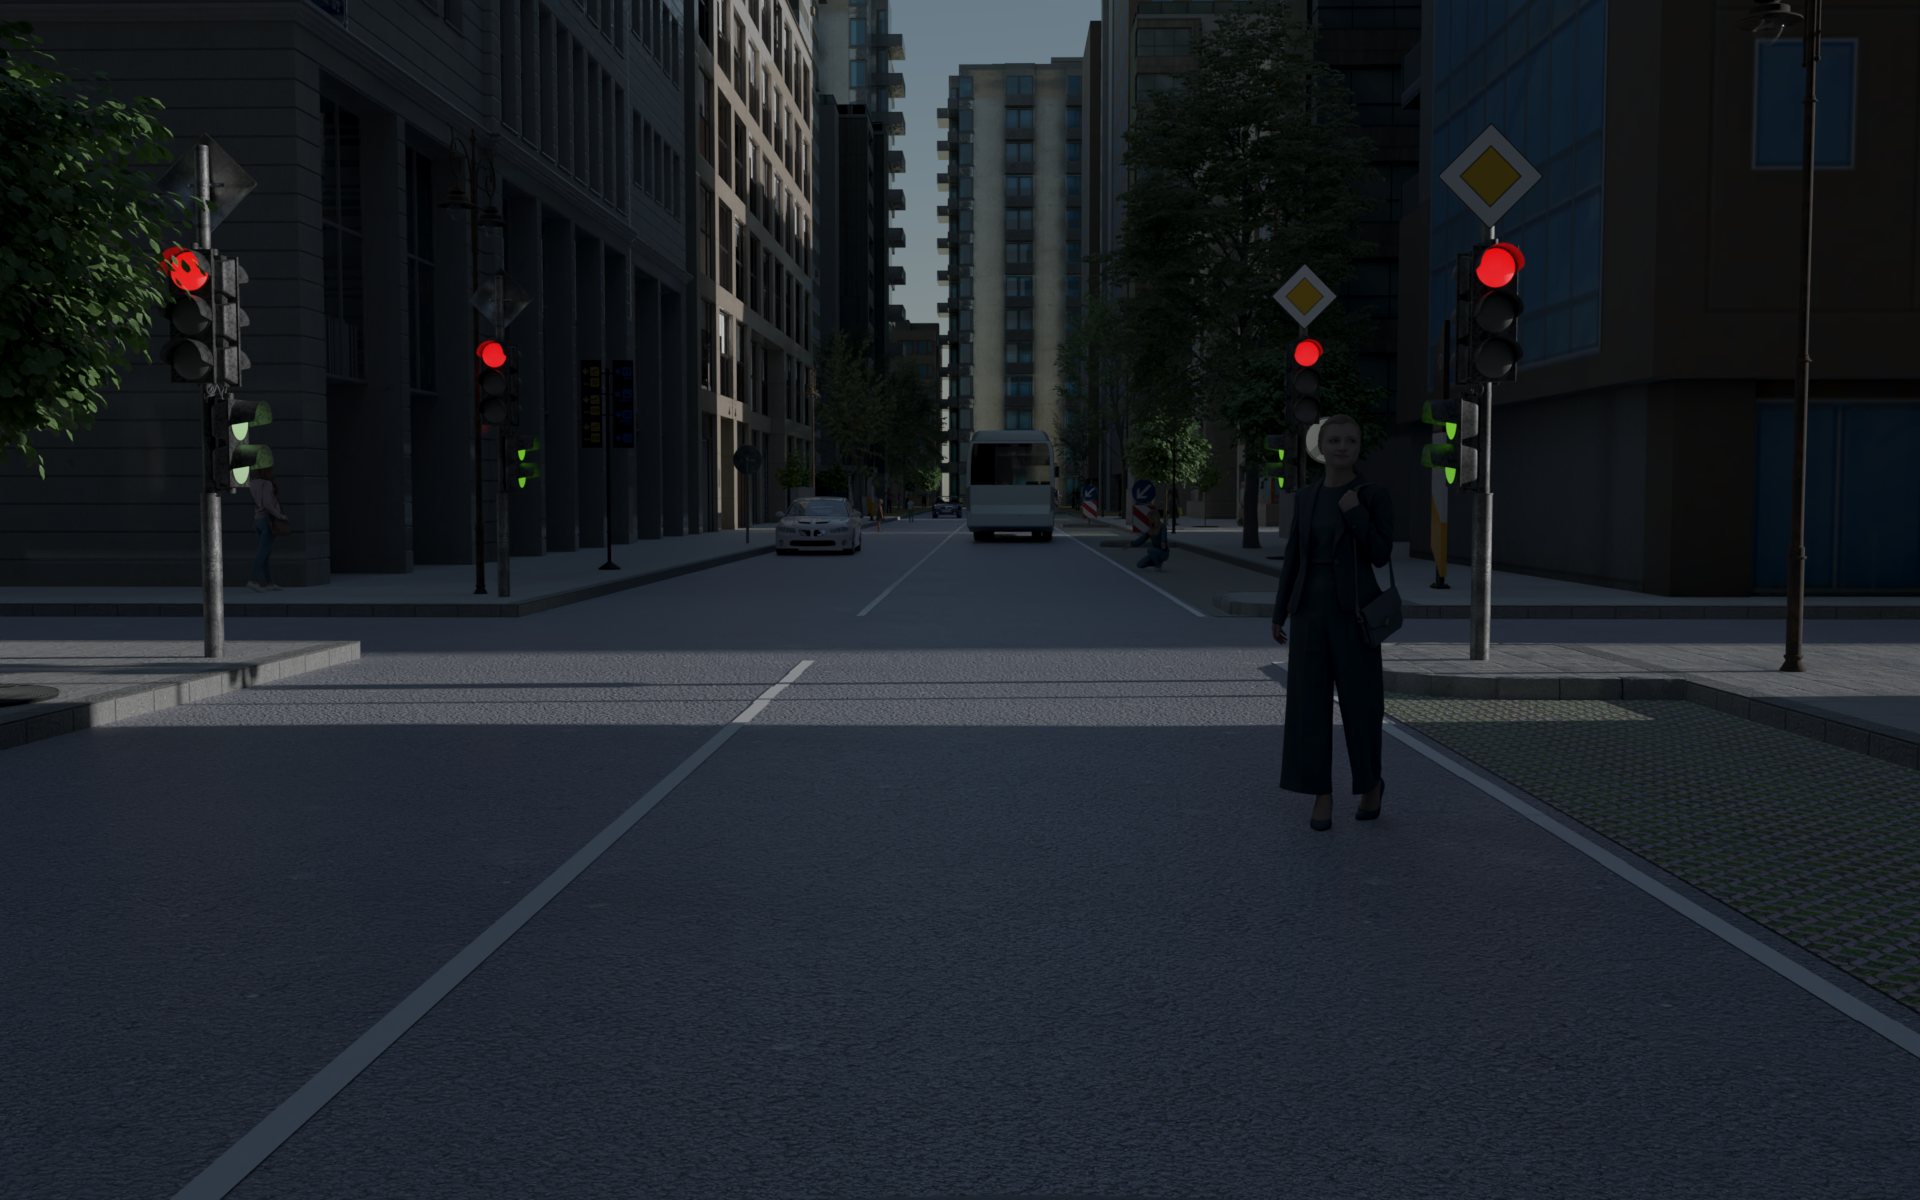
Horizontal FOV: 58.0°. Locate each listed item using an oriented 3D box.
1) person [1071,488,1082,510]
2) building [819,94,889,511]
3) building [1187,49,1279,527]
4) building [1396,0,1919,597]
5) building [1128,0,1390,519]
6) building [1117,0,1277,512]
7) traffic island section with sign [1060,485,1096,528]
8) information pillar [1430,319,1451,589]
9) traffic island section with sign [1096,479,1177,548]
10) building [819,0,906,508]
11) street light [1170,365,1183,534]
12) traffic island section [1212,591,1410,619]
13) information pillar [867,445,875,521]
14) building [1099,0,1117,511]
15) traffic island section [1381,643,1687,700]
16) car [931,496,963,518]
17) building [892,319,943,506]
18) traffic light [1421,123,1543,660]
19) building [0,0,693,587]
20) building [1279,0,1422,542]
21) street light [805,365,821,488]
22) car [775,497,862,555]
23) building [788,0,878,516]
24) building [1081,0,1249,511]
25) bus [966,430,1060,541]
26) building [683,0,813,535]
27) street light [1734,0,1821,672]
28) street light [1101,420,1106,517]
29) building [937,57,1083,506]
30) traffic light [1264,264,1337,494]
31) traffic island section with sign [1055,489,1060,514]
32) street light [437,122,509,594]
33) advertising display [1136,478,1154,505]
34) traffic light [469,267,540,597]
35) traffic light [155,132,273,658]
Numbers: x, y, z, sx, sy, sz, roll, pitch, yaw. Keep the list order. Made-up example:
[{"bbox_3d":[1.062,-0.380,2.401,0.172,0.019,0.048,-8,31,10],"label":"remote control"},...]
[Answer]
[{"bbox_3d":[9.240,-7.927,135.666,1.348,1.822,0.705,3,4,36],"label":"person"},{"bbox_3d":[-12.763,-21.840,128.791,14.160,30.474,14.107,0,4,1],"label":"building"},{"bbox_3d":[26.200,-14.475,81.710,27.650,21.520,28.899,0,4,1],"label":"building"},{"bbox_3d":[15.653,-23.022,26.516,14.200,45.320,14.600,0,4,1],"label":"building"},{"bbox_3d":[17.200,-20.429,105.720,14.160,30.474,14.107,0,4,1],"label":"building"},{"bbox_3d":[17.951,-28.704,119.425,14.600,45.320,14.200,0,4,1],"label":"building"},{"bbox_3d":[5.418,-4.021,74.377,1.989,1.847,2.006,0,4,1],"label":"traffic island section with sign"},{"bbox_3d":[6.520,-1.966,23.498,0.183,3.616,0.504,0,4,-1],"label":"information pillar"},{"bbox_3d":[4.806,-2.342,46.913,1.989,1.847,2.006,0,4,1],"label":"traffic island section with sign"},{"bbox_3d":[-20.436,-32.977,158.784,30.456,49.044,23.786,0,4,1],"label":"building"},{"bbox_3d":[6.935,-5.092,56.040,0.468,5.910,1.993,0,4,1],"label":"street light"},{"bbox_3d":[4.226,0.054,21.405,2.009,0.180,2.903,0,4,1],"label":"traffic island section"},{"bbox_3d":[-4.268,-5.591,82.764,0.183,3.616,0.504,-2,4,-33],"label":"information pillar"},{"bbox_3d":[21.919,-36.606,140.510,21.231,58.520,28.212,0,4,1],"label":"building"},{"bbox_3d":[4.048,0.542,13.422,2.009,0.180,2.903,0,4,1],"label":"traffic island section"},{"bbox_3d":[-0.765,-5.592,104.016,1.945,1.354,3.894,0,4,2],"label":"car"},{"bbox_3d":[-16.793,-21.523,196.935,28.899,21.520,27.650,0,4,1],"label":"building"},{"bbox_3d":[4.008,-1.492,13.309,0.839,4.253,0.868,0,4,1],"label":"traffic light"},{"bbox_3d":[-14.062,-15.921,37.794,11.434,29.767,29.804,0,4,1],"label":"building"},{"bbox_3d":[16.484,-17.156,52.197,14.160,30.474,14.107,0,4,1],"label":"building"},{"bbox_3d":[-5.261,-5.457,62.013,0.468,5.910,1.993,0,4,1],"label":"street light"},{"bbox_3d":[-3.418,-1.835,42.370,2.083,1.381,4.827,0,3,0],"label":"car"},{"bbox_3d":[-21.717,-25.513,109.025,32.217,40.220,23.993,0,4,1],"label":"building"},{"bbox_3d":[18.627,-31.318,162.158,14.600,45.320,14.200,0,4,1],"label":"building"},{"bbox_3d":[1.805,-3.778,56.633,2.948,3.499,13.247,0,4,3],"label":"bus"},{"bbox_3d":[-17.491,-16.317,71.292,19.350,26.468,34.151,0,4,1],"label":"building"},{"bbox_3d":[6.037,-2.421,12.371,0.468,5.910,1.993,0,4,1],"label":"street light"},{"bbox_3d":[7.927,-7.537,96.023,0.468,5.910,1.993,0,4,1],"label":"street light"},{"bbox_3d":[12.817,-35.054,192.740,30.456,49.044,23.786,0,4,1],"label":"building"},{"bbox_3d":[4.186,-1.980,21.292,0.839,4.253,0.868,0,4,1],"label":"traffic light"},{"bbox_3d":[6.503,-7.003,123.134,1.989,1.847,2.006,0,4,1],"label":"traffic island section with sign"},{"bbox_3d":[-6.155,-3.014,22.060,0.468,5.910,1.993,0,4,1],"label":"street light"},{"bbox_3d":[7.181,-3.798,67.319,0.123,1.923,0.974,-2,4,-34],"label":"advertising display"},{"bbox_3d":[-5.673,-1.992,21.495,0.839,4.253,0.868,0,4,1],"label":"traffic light"},{"bbox_3d":[-5.851,-1.504,13.511,0.839,4.253,0.868,0,4,1],"label":"traffic light"}]
